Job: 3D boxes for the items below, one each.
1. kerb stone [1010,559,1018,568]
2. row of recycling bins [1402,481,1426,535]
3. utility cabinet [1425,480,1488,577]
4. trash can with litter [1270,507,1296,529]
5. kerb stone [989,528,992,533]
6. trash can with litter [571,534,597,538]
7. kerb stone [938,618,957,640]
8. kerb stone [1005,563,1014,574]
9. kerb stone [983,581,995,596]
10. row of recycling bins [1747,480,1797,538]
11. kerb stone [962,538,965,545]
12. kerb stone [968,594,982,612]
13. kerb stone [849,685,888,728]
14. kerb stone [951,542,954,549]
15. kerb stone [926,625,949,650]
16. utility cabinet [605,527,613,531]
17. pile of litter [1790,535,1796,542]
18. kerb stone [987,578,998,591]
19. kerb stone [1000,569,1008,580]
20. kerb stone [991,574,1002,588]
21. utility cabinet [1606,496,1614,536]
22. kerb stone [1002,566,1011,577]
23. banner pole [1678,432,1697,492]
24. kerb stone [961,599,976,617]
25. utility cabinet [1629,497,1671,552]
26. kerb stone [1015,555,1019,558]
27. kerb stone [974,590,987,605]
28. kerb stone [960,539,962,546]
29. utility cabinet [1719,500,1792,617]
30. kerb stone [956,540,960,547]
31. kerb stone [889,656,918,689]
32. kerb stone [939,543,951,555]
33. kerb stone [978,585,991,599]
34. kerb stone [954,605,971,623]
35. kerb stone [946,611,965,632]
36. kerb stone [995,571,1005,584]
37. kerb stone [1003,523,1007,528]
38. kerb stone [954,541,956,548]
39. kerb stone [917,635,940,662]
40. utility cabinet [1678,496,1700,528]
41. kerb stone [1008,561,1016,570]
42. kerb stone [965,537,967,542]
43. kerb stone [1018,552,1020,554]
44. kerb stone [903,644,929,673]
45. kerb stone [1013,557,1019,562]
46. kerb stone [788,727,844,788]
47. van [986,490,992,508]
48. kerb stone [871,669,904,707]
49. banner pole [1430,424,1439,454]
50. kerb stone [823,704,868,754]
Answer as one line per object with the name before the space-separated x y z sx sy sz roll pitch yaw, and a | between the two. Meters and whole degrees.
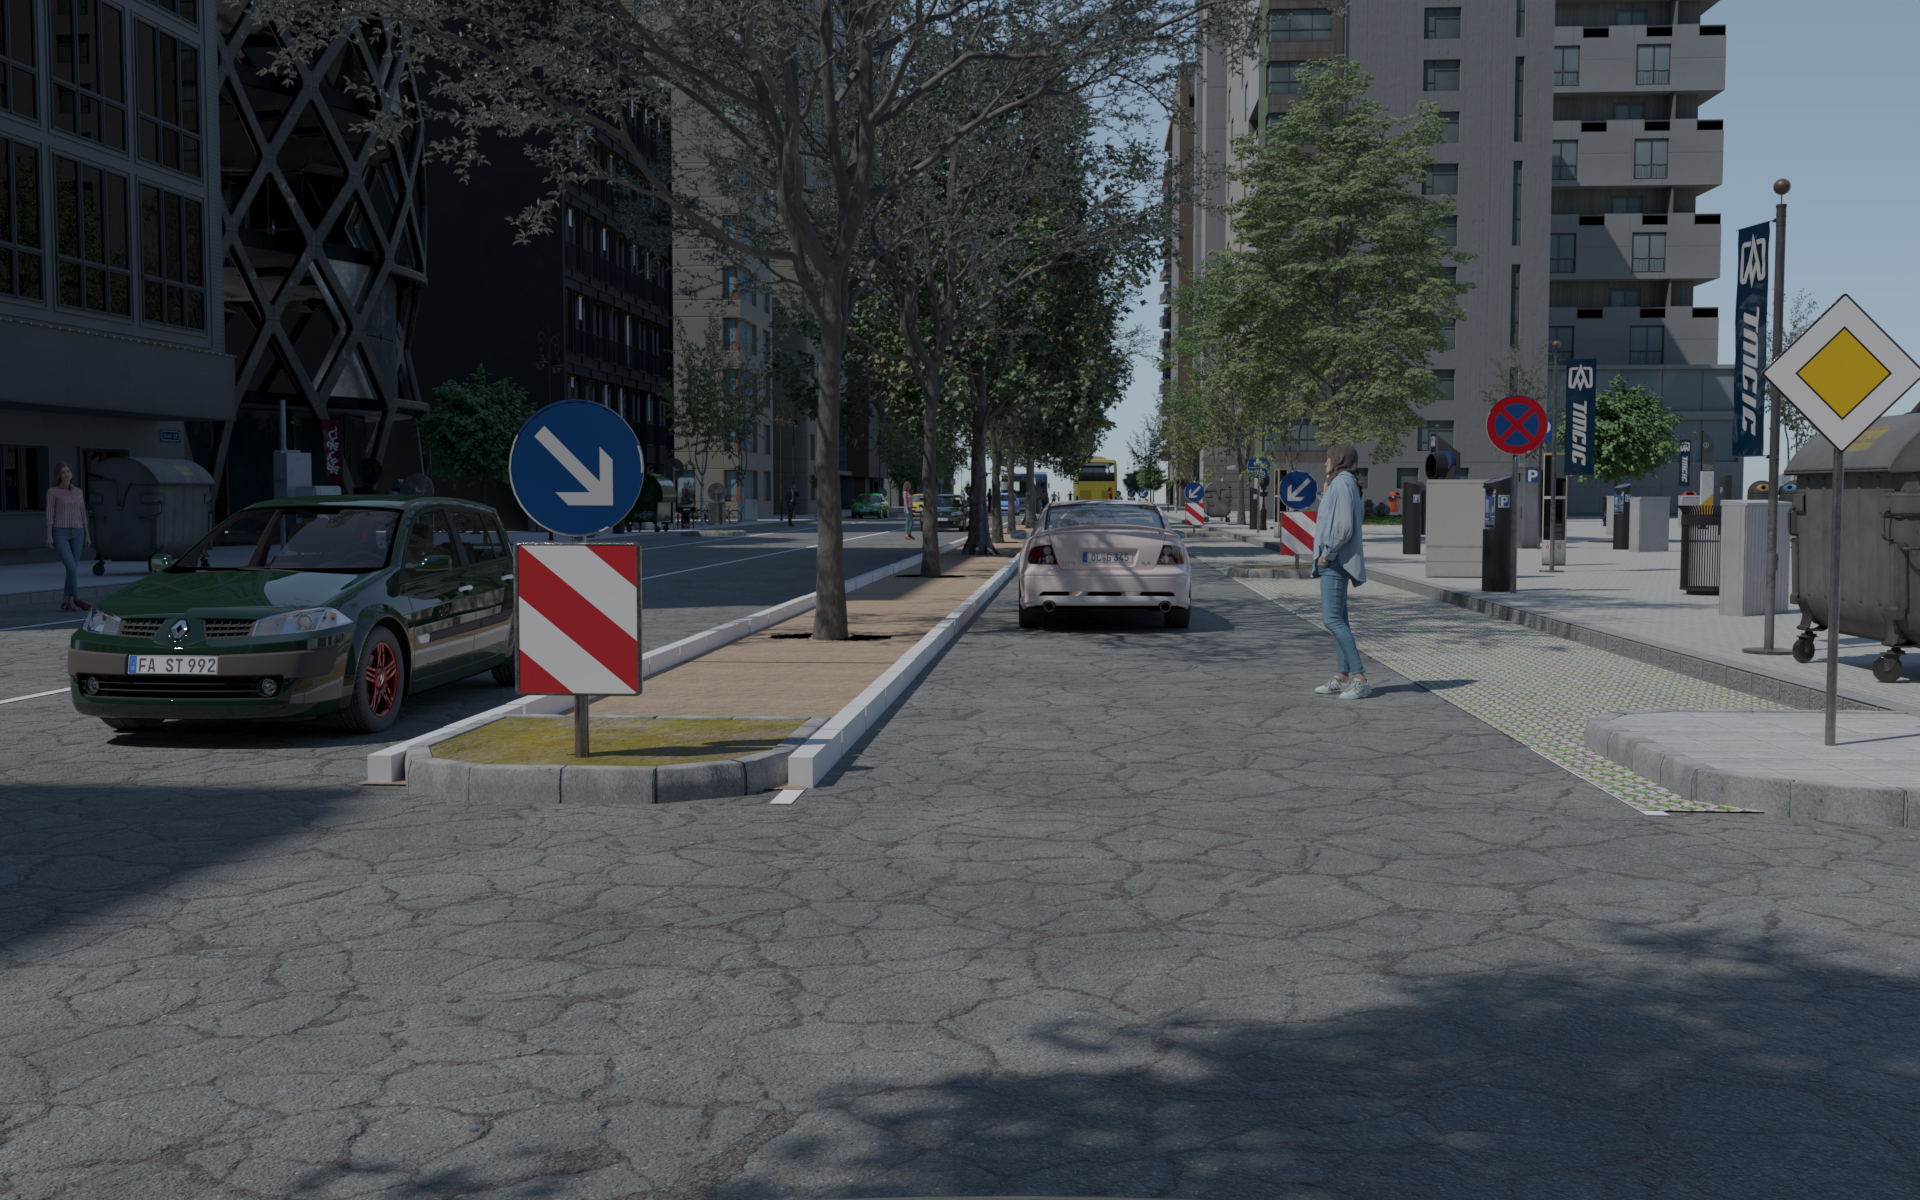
kerb stone | 0.954 -0.626 32.430 0.120 0.150 1.000 0 4 4
row of recycling bins | 15.232 -2.836 53.481 1.069 1.692 3.534 -3 5 -43
utility cabinet | 7.750 -1.092 26.535 1.173 1.500 0.318 1 4 12
trash can with litter | 11.759 -3.217 63.651 2.233 1.210 1.678 0 4 -1
kerb stone | 1.309 -2.698 66.328 0.120 0.150 1.000 0 4 4
trash can with litter | -11.124 -2.440 51.276 1.055 1.170 0.624 3 5 44
kerb stone | -0.154 0.311 17.116 0.120 0.150 1.000 0 4 4
kerb stone | 0.815 -0.501 30.385 0.120 0.150 1.000 0 4 4
kerb stone | 0.370 -0.126 24.254 0.120 0.150 1.000 0 4 4
row of recycling bins | 24.976 -2.686 51.021 1.069 1.692 3.534 -3 5 -42
kerb stone | -0.031 -1.573 47.917 0.120 0.150 1.000 0 4 4
kerb stone | 0.150 0.061 21.195 0.120 0.150 1.000 0 4 4
kerb stone | -0.591 0.686 10.986 0.120 0.150 1.000 0 4 4
kerb stone | -0.318 -1.318 43.821 0.120 0.150 1.000 0 4 4
kerb stone | -0.229 0.373 16.089 0.120 0.150 1.000 0 4 4
utility cabinet | -12.139 -3.000 60.217 0.306 1.237 1.020 2 4 26
pile of litter | 21.934 -1.996 46.600 1.719 0.858 1.176 0 4 1
kerb stone | 0.435 -0.186 25.274 0.120 0.150 1.000 0 4 4
kerb stone | 0.659 -0.375 28.331 0.120 0.150 1.000 0 4 4
kerb stone | 0.515 -0.251 26.292 0.120 0.150 1.000 0 4 4
utility cabinet | 20.310 -2.573 53.234 0.306 1.237 1.020 -1 4 -16
kerb stone | 0.745 -0.438 29.356 0.120 0.150 1.000 0 4 4
banner pole | 29.311 -4.874 69.705 0.401 3.779 0.863 -3 5 -41
kerb stone | 0.069 0.125 20.176 0.120 0.150 1.000 0 4 4
utility cabinet | 15.307 -1.670 38.467 1.020 1.237 0.306 -2 4 -31
kerb stone | 1.109 -0.751 34.476 0.120 0.150 1.000 0 4 4
kerb stone | 0.219 0.005 22.216 0.120 0.150 1.000 0 4 4
kerb stone | -0.100 -1.510 46.897 0.120 0.150 1.000 0 4 4
utility cabinet | 8.509 -0.450 18.514 1.020 1.237 0.306 -3 5 -40
kerb stone | -0.174 -1.447 45.869 0.120 0.150 1.000 0 4 4
kerb stone | -0.443 0.562 13.027 0.120 0.150 1.000 0 4 4
kerb stone | -0.393 -1.259 42.801 0.120 0.150 1.000 0 4 4
kerb stone | 0.291 -0.061 23.235 0.120 0.150 1.000 0 4 4
kerb stone | -0.002 0.186 19.157 0.120 0.150 1.000 0 4 4
kerb stone | -0.073 0.248 18.136 0.120 0.150 1.000 0 4 4
kerb stone | 0.594 -0.313 27.311 0.120 0.150 1.000 0 4 4
kerb stone | 2.120 -3.386 77.587 0.120 0.150 1.000 0 4 4
kerb stone | -0.253 -1.384 44.840 0.120 0.150 1.000 0 4 4
kerb stone | -0.302 0.440 15.070 0.120 0.150 1.000 0 4 4
utility cabinet | 27.908 -3.354 66.001 1.020 1.237 0.306 -1 4 -11
kerb stone | 0.887 -0.564 31.410 0.120 0.150 1.000 0 4 4
kerb stone | 0.046 -1.630 48.940 0.120 0.150 1.000 0 4 4
kerb stone | 1.257 -0.875 36.520 0.120 0.150 1.000 0 4 4
kerb stone | -0.376 0.498 14.050 0.120 0.150 1.000 0 4 4
kerb stone | 1.026 -0.689 33.454 0.120 0.150 1.000 0 4 4
kerb stone | -0.741 0.811 8.937 0.120 0.150 1.000 0 4 4
van | 3.432 -10.379 176.702 2.013 2.044 4.112 0 4 6
kerb stone | -0.517 0.624 12.005 0.120 0.150 1.000 0 4 4
banner pole | 17.145 -4.440 62.616 0.401 3.779 0.863 0 4 -6
kerb stone | -0.667 0.748 9.965 0.120 0.150 1.000 0 4 4
